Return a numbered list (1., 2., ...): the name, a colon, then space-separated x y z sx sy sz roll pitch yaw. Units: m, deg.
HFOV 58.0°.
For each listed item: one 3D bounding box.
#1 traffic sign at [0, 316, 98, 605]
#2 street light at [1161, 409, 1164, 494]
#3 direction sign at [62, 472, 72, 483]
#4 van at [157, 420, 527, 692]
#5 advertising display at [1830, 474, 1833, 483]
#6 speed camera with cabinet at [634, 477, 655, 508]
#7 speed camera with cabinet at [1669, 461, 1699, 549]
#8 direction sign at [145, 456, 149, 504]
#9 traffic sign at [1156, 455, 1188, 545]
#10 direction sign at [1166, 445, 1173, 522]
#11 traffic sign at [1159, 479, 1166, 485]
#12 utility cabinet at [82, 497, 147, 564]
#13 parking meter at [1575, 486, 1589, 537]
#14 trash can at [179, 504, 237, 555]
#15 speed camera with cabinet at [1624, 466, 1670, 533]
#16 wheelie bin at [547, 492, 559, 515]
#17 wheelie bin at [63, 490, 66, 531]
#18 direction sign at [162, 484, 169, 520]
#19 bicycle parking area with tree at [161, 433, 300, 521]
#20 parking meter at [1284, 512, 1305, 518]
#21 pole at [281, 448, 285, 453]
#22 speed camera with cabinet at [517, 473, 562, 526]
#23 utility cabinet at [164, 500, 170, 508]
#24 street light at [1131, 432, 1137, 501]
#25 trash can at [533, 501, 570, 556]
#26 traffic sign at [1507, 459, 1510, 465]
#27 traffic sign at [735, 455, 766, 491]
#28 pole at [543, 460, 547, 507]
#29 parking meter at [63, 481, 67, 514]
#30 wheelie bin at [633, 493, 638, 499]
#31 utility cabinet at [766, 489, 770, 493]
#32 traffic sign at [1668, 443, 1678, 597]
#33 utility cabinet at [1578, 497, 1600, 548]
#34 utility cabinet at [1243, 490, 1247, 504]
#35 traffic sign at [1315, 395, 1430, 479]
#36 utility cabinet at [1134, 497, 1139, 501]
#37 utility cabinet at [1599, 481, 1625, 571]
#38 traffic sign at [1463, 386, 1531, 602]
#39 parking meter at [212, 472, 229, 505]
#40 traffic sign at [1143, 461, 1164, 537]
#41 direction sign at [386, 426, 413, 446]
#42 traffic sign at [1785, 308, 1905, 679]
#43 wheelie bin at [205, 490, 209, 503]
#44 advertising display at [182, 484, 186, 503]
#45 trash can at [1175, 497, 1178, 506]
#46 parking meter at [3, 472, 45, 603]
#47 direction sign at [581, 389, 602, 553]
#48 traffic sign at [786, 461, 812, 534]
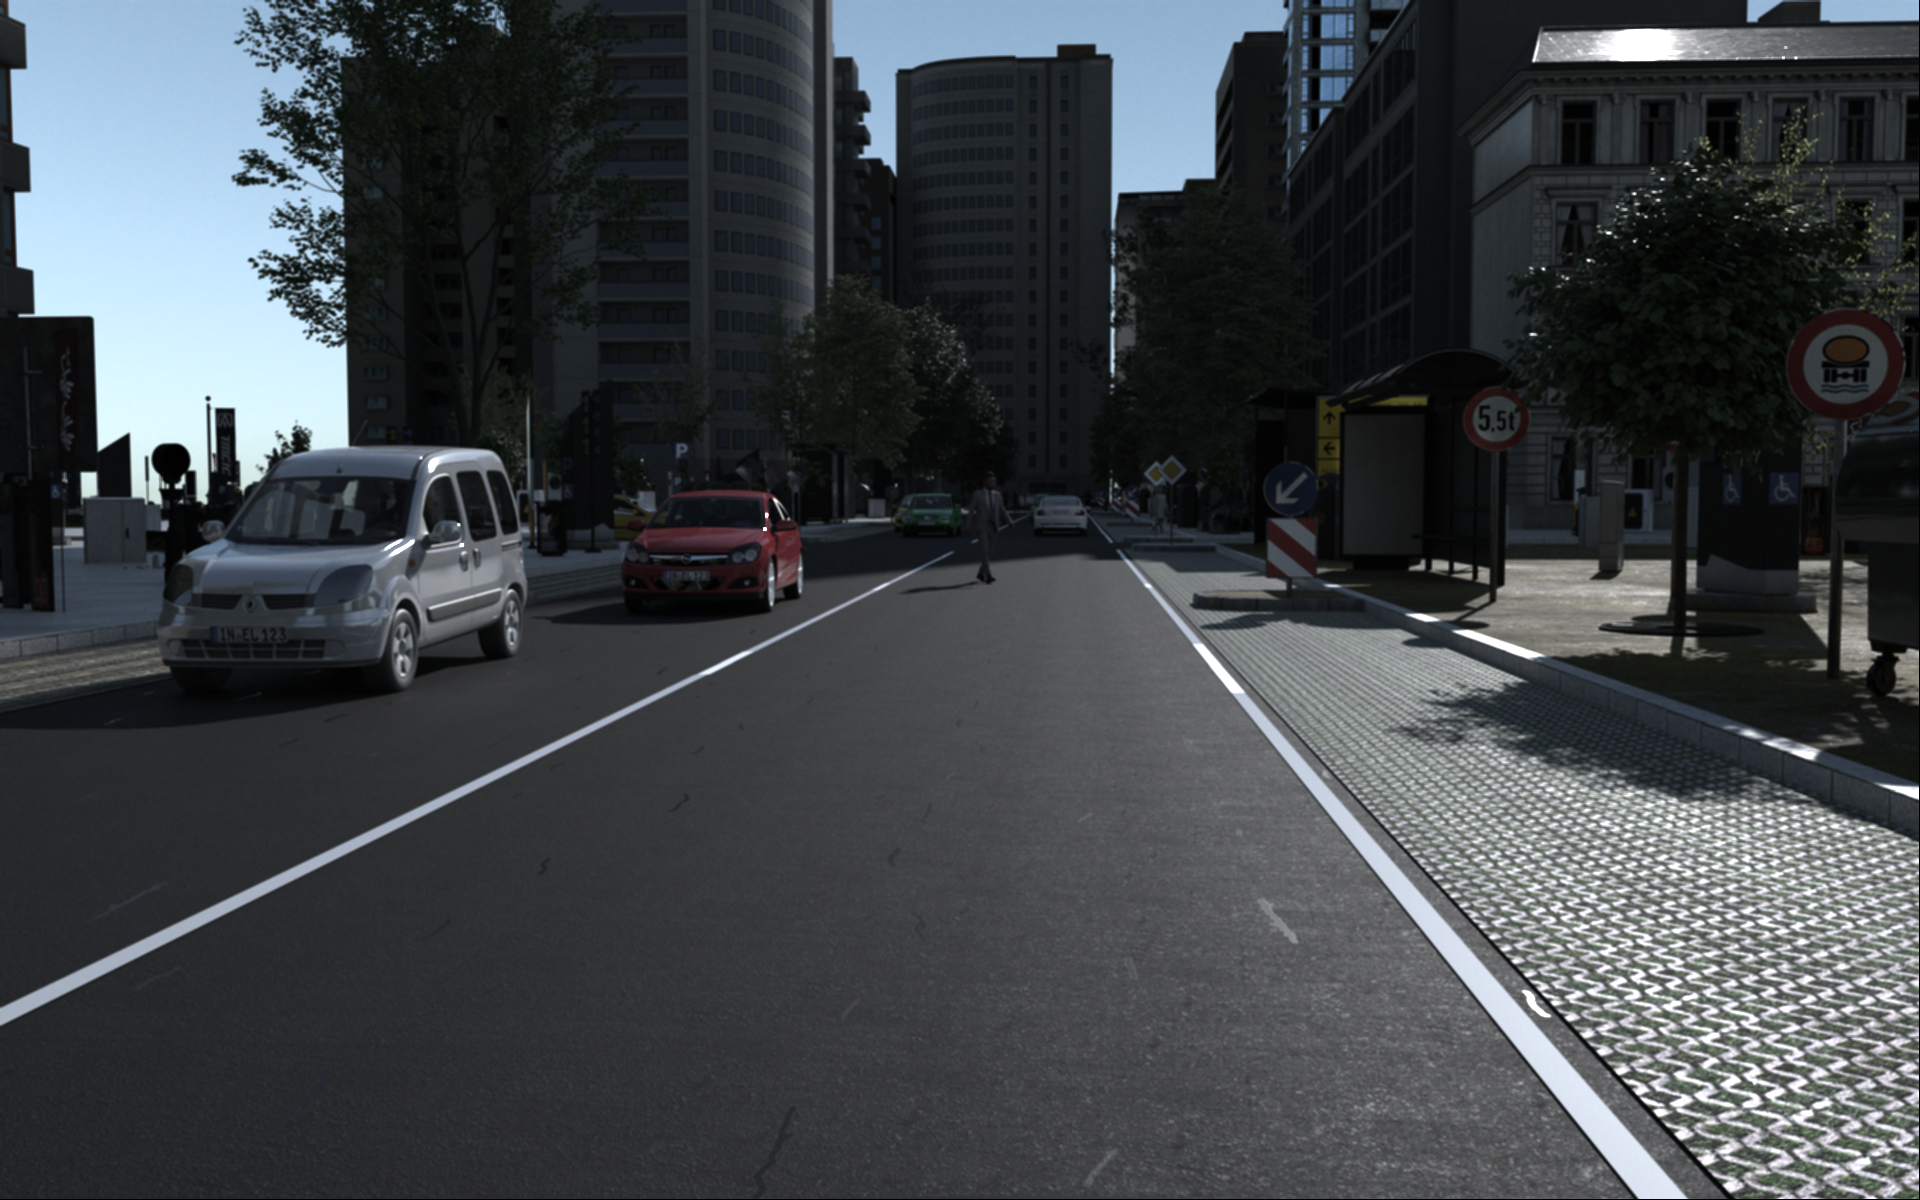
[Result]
1. traffic sign: -11.035 -1.596 19.967 2.265 3.308 0.079 0 4 5
2. street light: 10.228 -7.030 87.724 0.468 5.910 1.993 0 4 4
3. direction sign: -47.172 -6.072 91.278 0.379 3.537 0.876 1 4 20
4. van: -4.790 -0.419 13.865 2.013 2.044 4.112 0 4 2
5. advertising display: 28.972 -3.170 57.045 0.974 1.923 0.123 -2 4 -30
6. speed camera with cabinet: -19.319 -6.745 104.612 0.660 3.252 2.038 2 4 32
7. speed camera with cabinet: 17.556 -2.869 41.237 0.660 3.252 2.038 2 4 35
8. direction sign: -48.565 -6.821 103.514 0.379 3.537 0.876 -2 4 -34
9. traffic sign: 5.373 -2.467 43.983 0.795 2.450 0.064 0 4 4
10. direction sign: 9.564 -5.309 78.794 0.379 3.537 0.876 1 4 20
11. traffic sign: 9.998 -5.166 86.598 0.606 2.300 0.079 1 4 13
12. utility cabinet: -15.719 -1.287 32.212 1.020 1.237 0.306 -2 4 -34
13. parking meter: 18.790 -2.684 52.301 0.372 1.533 0.369 0 3 0
14. trash can: -10.513 -0.770 24.240 0.748 1.137 0.748 0 3 0
15. speed camera with cabinet: 22.764 -3.826 56.884 2.038 3.252 0.660 2 4 35
16. wheelie bin: -24.665 -5.931 104.880 0.980 1.594 0.693 2 4 28
17. wheelie bin: -31.620 -3.218 60.520 0.693 1.594 0.980 -3 4 -37
18. direction sign: -39.883 -5.806 86.919 0.379 3.537 0.876 -1 4 -19
19. bicycle parking area with tree: -33.069 -5.850 82.653 9.016 4.147 8.231 -3 5 -42
20. parking meter: 6.811 -1.813 35.348 0.399 1.863 0.255 -1 4 -13
21. pole: -30.007 -5.077 76.853 0.158 3.312 0.155 0 3 0
22. speed camera with cabinet: -16.856 -4.623 69.926 2.038 3.252 0.660 1 4 13
23. utility cabinet: -48.626 -5.985 106.530 0.318 1.500 1.173 -1 4 -8
24. street light: 12.702 -9.397 126.428 0.468 5.910 1.993 0 4 4
25. trash can: -8.433 -1.476 35.784 0.748 1.137 0.748 0 3 0
26. traffic sign: 9.696 -1.957 32.006 0.884 2.594 0.081 0 4 7
27. traffic sign: -5.398 -2.511 44.692 0.795 2.450 0.064 0 4 4
28. pole: -23.554 -6.386 98.251 0.158 3.312 0.155 0 3 0
29. parking meter: -40.415 -4.421 77.987 0.255 1.863 0.399 0 4 -8
30. wheelie bin: -19.228 -5.703 101.155 0.693 1.594 0.980 2 4 33
31. utility cabinet: -8.146 -4.182 77.049 0.318 1.500 1.173 -3 5 -40
32. traffic sign: 8.880 -1.306 21.466 0.768 2.556 0.104 1 4 12
33. utility cabinet: 15.327 -1.852 41.447 1.020 1.237 0.306 -1 4 -13
34. utility cabinet: 14.241 -4.712 85.725 1.173 1.500 0.318 -3 5 -43
35. traffic sign: 8.483 -2.558 35.703 2.265 3.308 0.079 1 4 12
36. utility cabinet: 12.863 -7.015 123.372 1.173 1.500 0.318 -3 5 -43
37. utility cabinet: 10.907 -1.239 28.935 0.318 1.500 1.173 2 4 25
38. traffic sign: 6.367 -1.254 20.614 0.768 2.556 0.104 1 4 13
39. parking meter: -19.524 -2.445 45.692 0.255 1.863 0.399 2 4 28
40. traffic sign: 5.884 -2.955 51.952 0.795 2.450 0.064 0 4 4
41. direction sign: -18.798 -4.048 58.178 0.876 3.537 0.379 -2 4 -30
42. traffic sign: 6.070 -0.725 11.961 0.768 2.556 0.104 1 4 9
43. wheelie bin: -42.953 -5.618 99.765 0.980 1.594 0.693 0 4 -2
44. advertising display: -51.693 -6.762 115.777 0.123 1.923 0.974 0 4 -2
45. trash can: 11.335 -4.706 88.594 0.748 1.137 0.748 0 3 0
46. parking meter: -11.049 -0.903 20.470 0.399 1.863 0.255 0 4 -8
47. direction sign: -8.040 -2.804 37.845 0.379 3.537 0.876 -3 4 -39
48. traffic sign: -4.887 -2.998 52.661 0.795 2.450 0.064 0 4 4
